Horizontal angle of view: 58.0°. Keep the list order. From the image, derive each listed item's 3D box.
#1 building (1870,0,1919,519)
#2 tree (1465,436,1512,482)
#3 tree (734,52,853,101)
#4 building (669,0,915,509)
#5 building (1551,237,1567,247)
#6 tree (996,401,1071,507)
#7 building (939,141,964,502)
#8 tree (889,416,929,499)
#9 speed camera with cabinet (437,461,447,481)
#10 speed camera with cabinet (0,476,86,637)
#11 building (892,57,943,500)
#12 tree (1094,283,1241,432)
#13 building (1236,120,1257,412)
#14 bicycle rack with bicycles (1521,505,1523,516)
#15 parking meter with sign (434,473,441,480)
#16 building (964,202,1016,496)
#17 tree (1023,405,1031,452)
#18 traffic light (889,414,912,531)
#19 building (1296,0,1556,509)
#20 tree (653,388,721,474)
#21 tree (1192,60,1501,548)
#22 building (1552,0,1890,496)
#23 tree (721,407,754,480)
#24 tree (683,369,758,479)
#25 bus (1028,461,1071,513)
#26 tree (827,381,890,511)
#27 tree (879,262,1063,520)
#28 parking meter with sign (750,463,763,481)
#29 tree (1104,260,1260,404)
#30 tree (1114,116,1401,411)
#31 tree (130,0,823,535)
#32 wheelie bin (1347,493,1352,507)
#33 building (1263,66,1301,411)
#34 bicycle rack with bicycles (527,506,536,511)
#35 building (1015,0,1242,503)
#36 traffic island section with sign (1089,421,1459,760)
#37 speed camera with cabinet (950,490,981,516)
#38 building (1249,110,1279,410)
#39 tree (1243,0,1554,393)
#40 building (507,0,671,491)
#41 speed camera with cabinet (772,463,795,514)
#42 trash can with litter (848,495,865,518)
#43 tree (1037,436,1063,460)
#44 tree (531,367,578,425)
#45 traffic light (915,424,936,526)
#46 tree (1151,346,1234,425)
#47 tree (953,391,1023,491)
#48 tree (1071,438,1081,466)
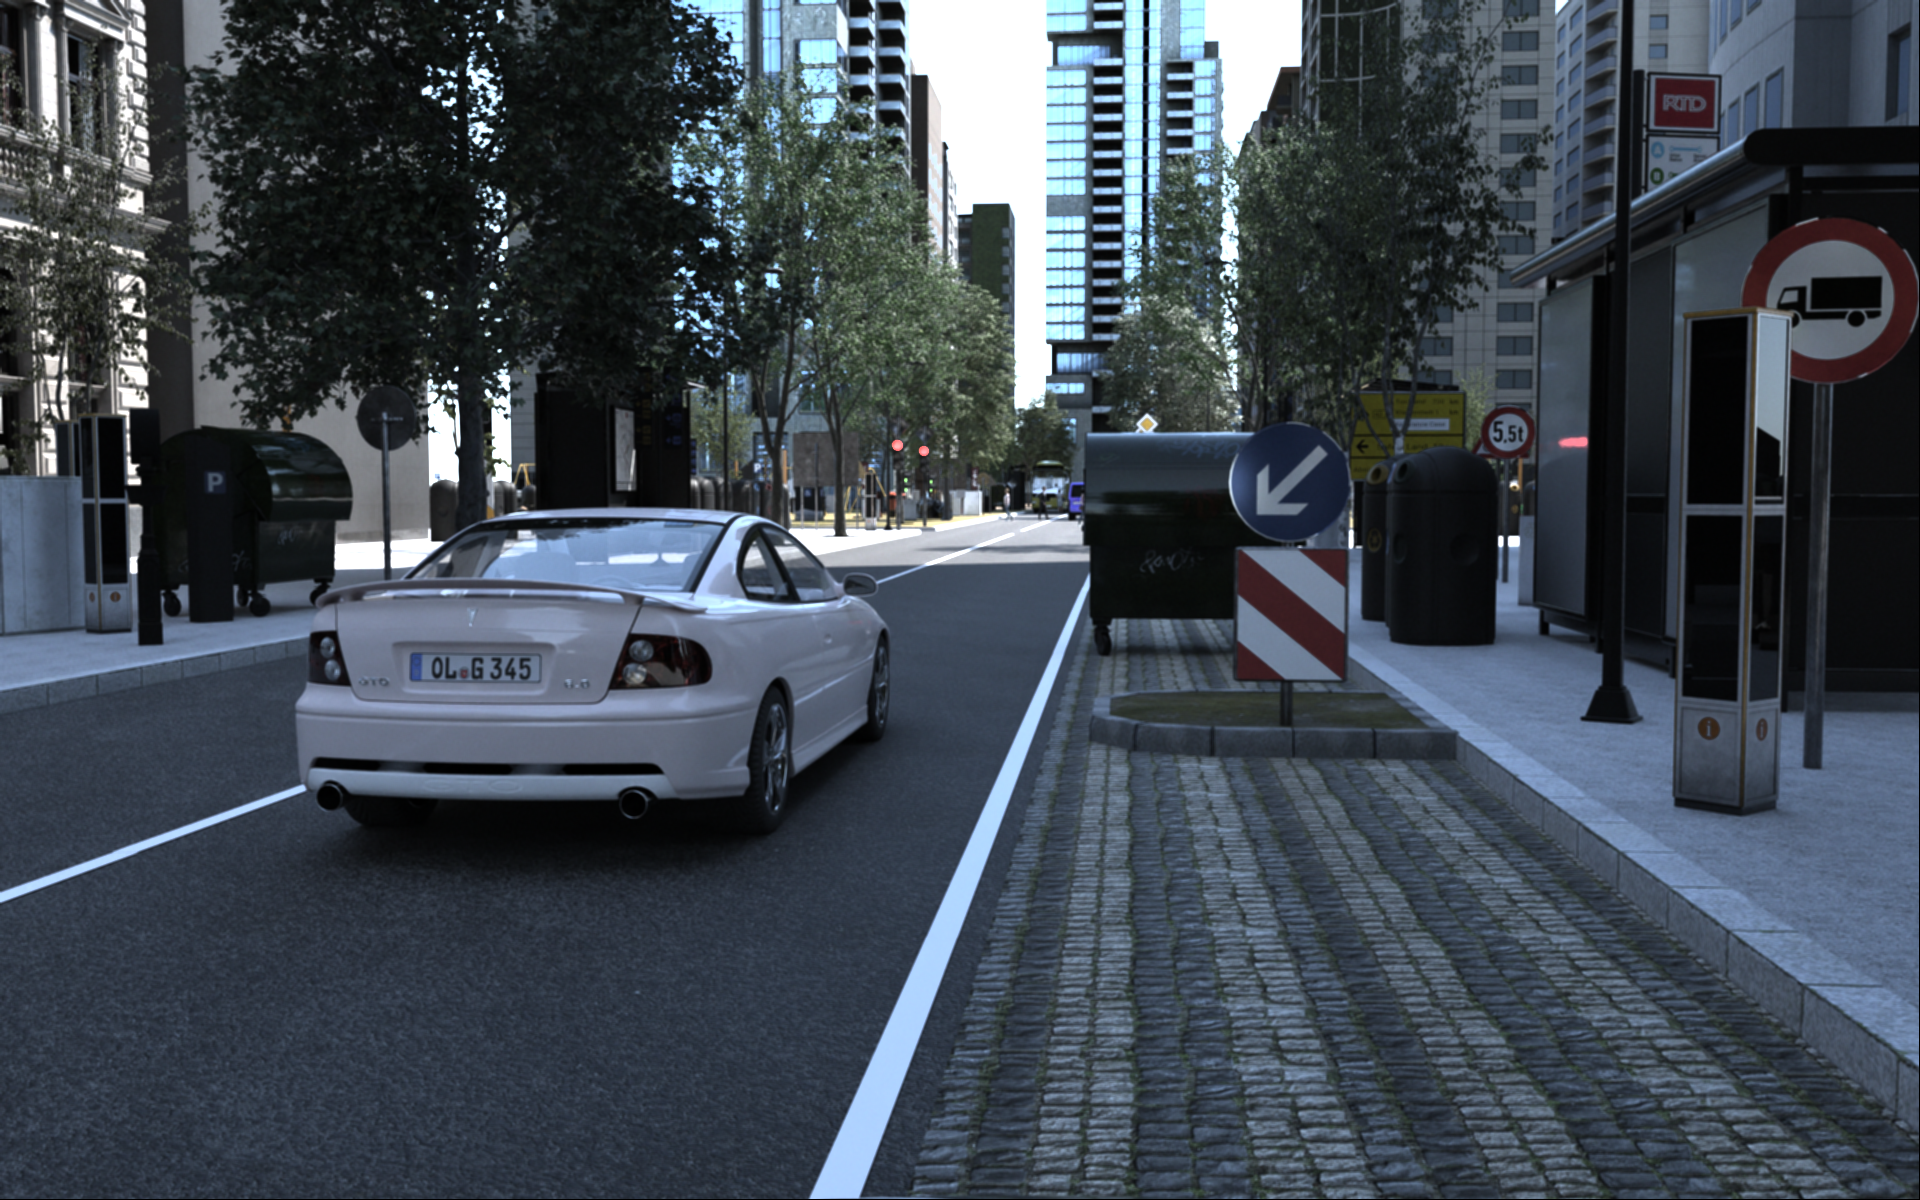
[{"bbox_3d":[25.918,-29.941,31.535,21.231,58.520,28.212,0,4,5],"label":"building"},{"bbox_3d":[16.522,-3.719,55.415,1.663,3.219,1.824,0,3,0],"label":"tree"},{"bbox_3d":[-4.600,-7.122,42.198,9.928,11.665,9.643,0,3,0],"label":"tree"},{"bbox_3d":[-15.177,-51.775,159.190,22.319,86.520,31.000,0,4,5],"label":"building"},{"bbox_3d":[60.383,-25.994,196.711,14.107,30.474,14.160,0,4,5],"label":"building"},{"bbox_3d":[6.594,-14.663,174.160,7.601,10.594,8.767,1,4,11],"label":"tree"},{"bbox_3d":[-7.540,-31.760,202.874,14.086,41.232,14.154,0,4,5],"label":"building"},{"bbox_3d":[-3.959,-11.622,140.388,4.737,8.622,4.395,0,3,0],"label":"tree"},{"bbox_3d":[-30.595,-6.758,104.822,0.660,3.252,2.038,3,5,43],"label":"speed camera with cabinet"},{"bbox_3d":[-8.874,-1.294,15.493,0.660,3.252,2.038,1,4,22],"label":"speed camera with cabinet"},{"bbox_3d":[-9.409,-32.566,182.561,14.600,45.320,14.200,0,4,5],"label":"building"},{"bbox_3d":[12.806,-12.087,104.274,9.857,13.997,8.962,0,3,0],"label":"tree"},{"bbox_3d":[53.452,-40.247,247.277,27.495,52.752,28.713,0,4,5],"label":"building"},{"bbox_3d":[18.377,-2.774,58.736,2.852,0.926,2.925,3,5,39],"label":"bicycle rack with bicycles"},{"bbox_3d":[-42.300,-8.764,139.552,0.543,3.016,1.738,0,4,-3],"label":"parking meter with sign"},{"bbox_3d":[0.615,-34.361,245.396,14.086,41.232,14.154,0,4,5],"label":"building"},{"bbox_3d":[3.406,-11.134,132.399,4.737,8.622,4.395,0,3,0],"label":"tree"},{"bbox_3d":[-2.131,-4.391,60.712,0.839,4.253,0.868,0,4,5],"label":"traffic light"},{"bbox_3d":[38.642,-43.554,150.360,20.563,71.187,20.611,0,4,5],"label":"building"},{"bbox_3d":[-17.202,-9.582,107.033,4.360,8.622,3.978,0,3,0],"label":"tree"},{"bbox_3d":[6.524,-4.860,29.827,4.737,8.622,4.395,0,3,0],"label":"tree"},{"bbox_3d":[81.593,-39.629,189.933,28.212,58.520,21.231,0,4,5],"label":"building"},{"bbox_3d":[-18.333,-11.517,138.670,4.360,8.622,3.978,0,3,0],"label":"tree"},{"bbox_3d":[-12.754,-8.672,92.145,4.737,8.622,4.395,0,3,0],"label":"tree"},{"bbox_3d":[6.986,-8.613,132.365,2.896,3.916,12.252,0,4,6],"label":"bus"},{"bbox_3d":[-6.274,-9.836,111.186,4.360,8.622,3.978,0,3,0],"label":"tree"},{"bbox_3d":[-0.477,-10.218,85.189,7.486,12.596,7.792,0,3,0],"label":"tree"},{"bbox_3d":[-11.683,-6.137,96.600,0.543,3.016,1.738,2,4,25],"label":"parking meter with sign"},{"bbox_3d":[17.486,-17.194,137.017,12.611,20.169,13.585,0,3,0],"label":"tree"},{"bbox_3d":[8.134,-7.463,47.777,9.928,11.665,9.643,0,3,0],"label":"tree"},{"bbox_3d":[-7.141,-6.614,25.145,9.611,12.733,9.660,0,3,0],"label":"tree"},{"bbox_3d":[12.833,-3.102,58.619,0.980,1.594,0.693,-2,4,-33],"label":"wheelie bin"},{"bbox_3d":[42.452,-31.865,175.610,22.147,44.769,28.867,0,4,5],"label":"building"},{"bbox_3d":[-13.551,-2.465,53.689,2.852,0.926,2.925,0,4,-3],"label":"bicycle rack with bicycles"},{"bbox_3d":[24.059,-57.090,246.096,31.000,86.520,22.319,0,4,5],"label":"building"},{"bbox_3d":[1.776,-0.101,10.288,1.989,1.847,2.006,0,4,5],"label":"traffic island section with sign"},{"bbox_3d":[0.222,-6.616,102.504,2.038,3.252,0.660,1,4,9],"label":"speed camera with cabinet"},{"bbox_3d":[40.523,-33.490,197.669,14.600,45.320,14.200,0,4,5],"label":"building"},{"bbox_3d":[5.645,-4.405,22.391,4.360,8.622,3.978,0,3,0],"label":"tree"},{"bbox_3d":[-39.312,-46.694,201.692,20.611,71.187,20.563,0,4,5],"label":"building"},{"bbox_3d":[-11.000,-7.038,109.406,0.660,3.252,2.038,3,5,42],"label":"speed camera with cabinet"},{"bbox_3d":[-5.181,-4.965,92.240,1.678,1.210,2.233,-1,4,-18],"label":"trash can with litter"},{"bbox_3d":[10.228,-15.270,200.020,4.360,8.622,3.978,0,3,0],"label":"tree"},{"bbox_3d":[-21.042,-8.837,94.842,4.360,8.622,3.978,0,3,0],"label":"tree"},{"bbox_3d":[-1.378,-4.877,68.661,0.839,4.253,0.868,0,4,5],"label":"traffic light"},{"bbox_3d":[11.463,-8.273,85.622,4.360,8.622,3.978,0,3,0],"label":"tree"},{"bbox_3d":[1.453,-9.960,113.216,4.737,8.622,4.395,0,3,0],"label":"tree"},{"bbox_3d":[10.304,-16.663,206.859,8.767,10.594,7.601,0,4,6],"label":"tree"}]
